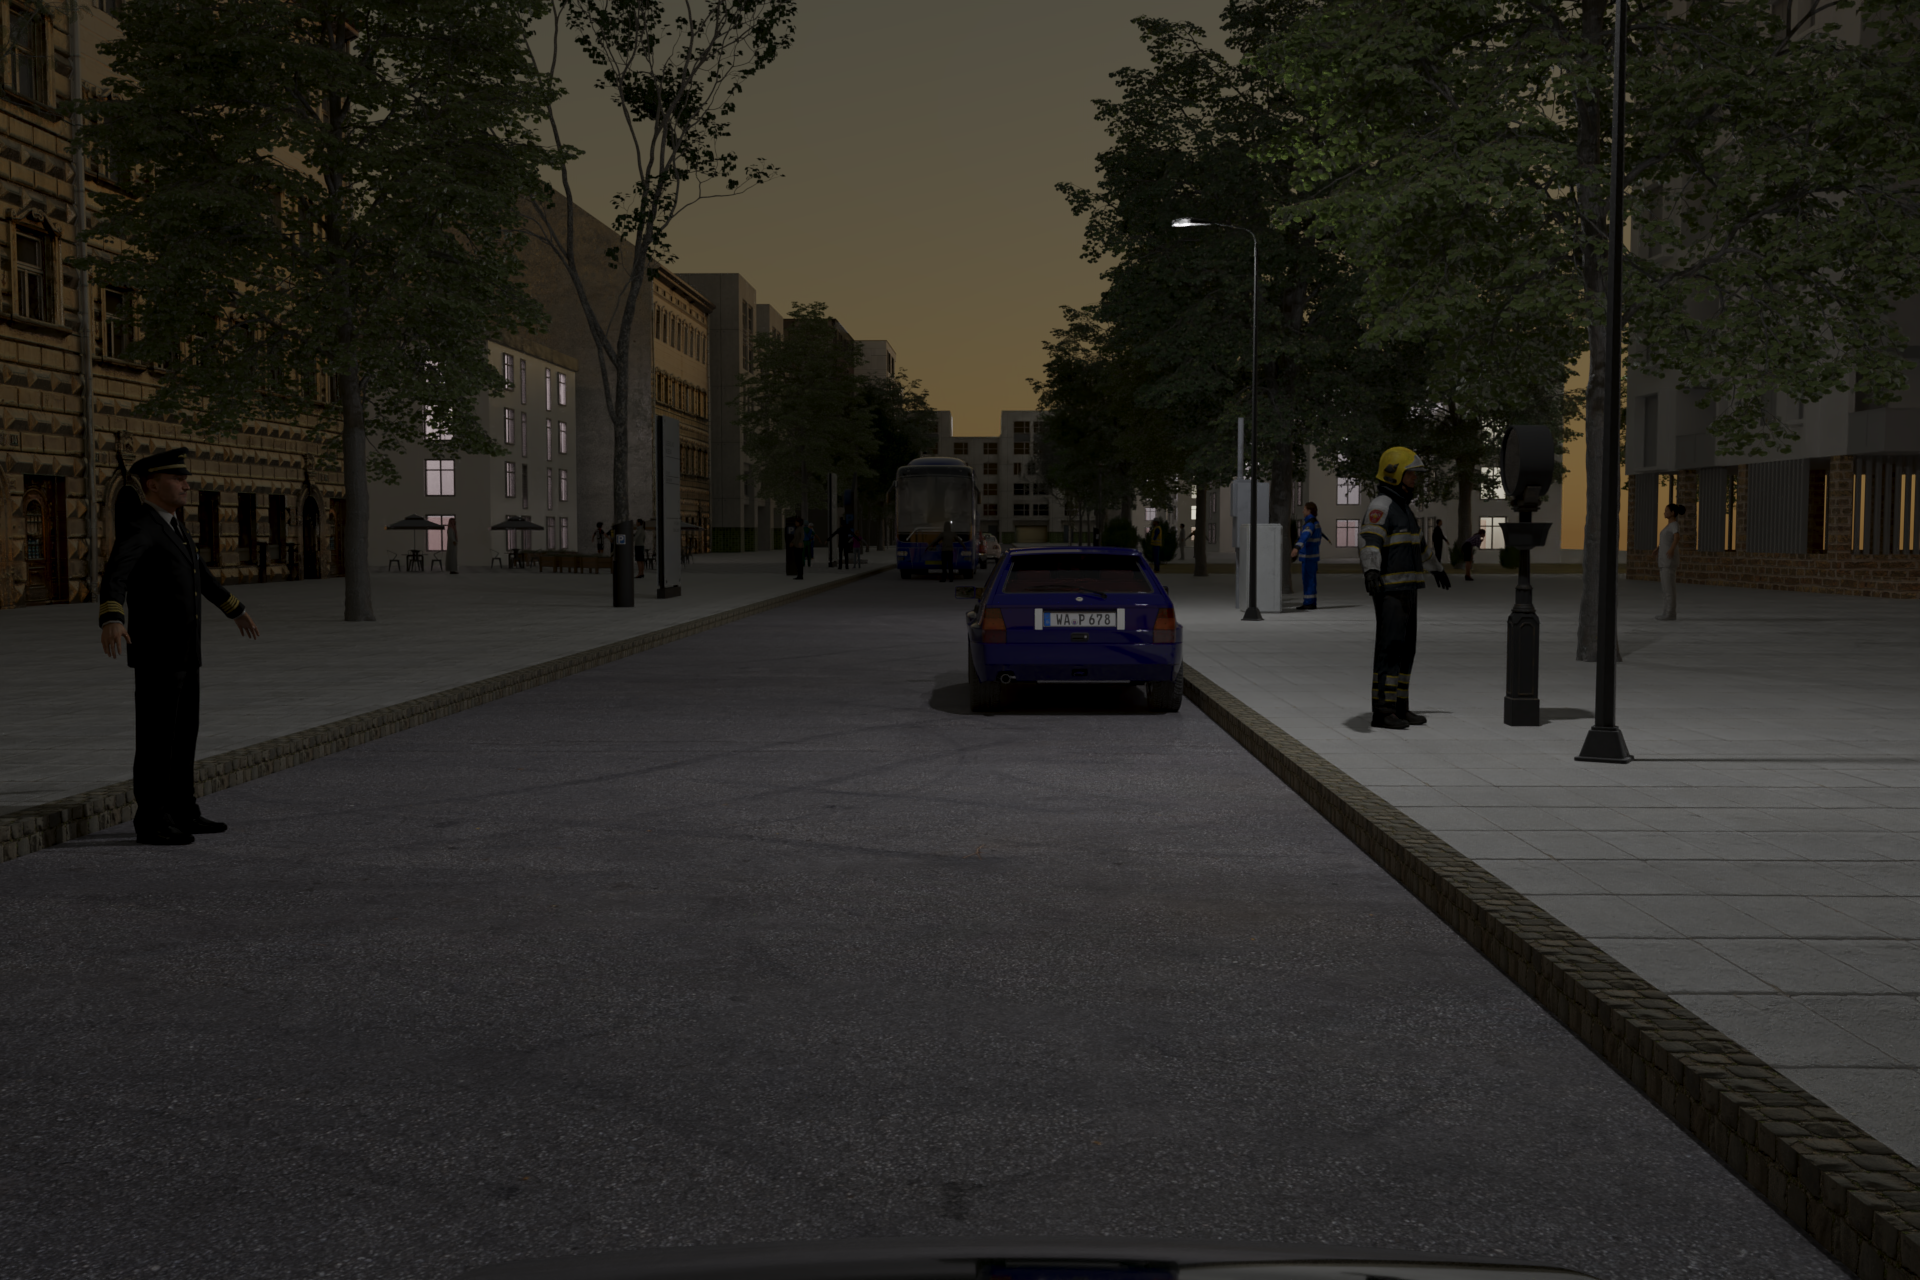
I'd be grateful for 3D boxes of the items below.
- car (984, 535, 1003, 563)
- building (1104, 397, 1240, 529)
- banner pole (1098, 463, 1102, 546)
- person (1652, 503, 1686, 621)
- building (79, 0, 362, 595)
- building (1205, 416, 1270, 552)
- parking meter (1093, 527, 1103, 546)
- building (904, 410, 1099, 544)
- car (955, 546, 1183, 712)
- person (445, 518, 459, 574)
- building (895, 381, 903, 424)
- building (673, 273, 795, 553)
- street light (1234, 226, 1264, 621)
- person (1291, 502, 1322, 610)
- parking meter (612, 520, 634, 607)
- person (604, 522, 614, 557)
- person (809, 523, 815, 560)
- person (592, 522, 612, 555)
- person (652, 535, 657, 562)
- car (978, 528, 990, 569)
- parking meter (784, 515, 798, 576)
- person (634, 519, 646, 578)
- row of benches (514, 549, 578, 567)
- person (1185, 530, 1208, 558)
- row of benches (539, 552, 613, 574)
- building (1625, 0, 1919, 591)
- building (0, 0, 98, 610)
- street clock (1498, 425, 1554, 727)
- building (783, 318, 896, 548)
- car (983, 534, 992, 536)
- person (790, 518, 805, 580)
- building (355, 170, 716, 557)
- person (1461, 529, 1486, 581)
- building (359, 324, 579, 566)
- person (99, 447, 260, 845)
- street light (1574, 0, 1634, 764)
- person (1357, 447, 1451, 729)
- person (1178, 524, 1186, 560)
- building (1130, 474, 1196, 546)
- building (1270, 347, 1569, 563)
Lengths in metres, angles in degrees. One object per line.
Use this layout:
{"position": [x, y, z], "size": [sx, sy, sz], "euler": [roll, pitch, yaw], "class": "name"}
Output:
{"position": [1.110, -4.526, 86.366], "size": [2.083, 1.381, 4.827], "euler": [0, 4, 1], "class": "car"}
{"position": [27.625, -23.981, 223.024], "size": [19.493, 23.208, 18.063], "euler": [0, 4, 1], "class": "building"}
{"position": [4.932, -4.332, 60.842], "size": [0.401, 3.779, 0.863], "euler": [0, 4, 1], "class": "banner pole"}
{"position": [10.490, -1.165, 25.813], "size": [0.721, 1.739, 1.217], "euler": [1, 4, 12], "class": "person"}
{"position": [-27.380, -12.947, 42.609], "size": [19.493, 23.208, 18.063], "euler": [0, 4, 0], "class": "building"}
{"position": [22.775, -11.010, 122.168], "size": [9.099, 9.664, 28.070], "euler": [0, 4, 1], "class": "building"}
{"position": [5.015, -3.336, 62.958], "size": [0.372, 1.533, 0.369], "euler": [0, 3, 0], "class": "parking meter"}
{"position": [6.040, -23.554, 254.024], "size": [31.486, 18.905, 16.747], "euler": [0, 4, 1], "class": "building"}
{"position": [0.927, -0.166, 15.295], "size": [1.945, 1.354, 3.894], "euler": [0, 3, 0], "class": "car"}
{"position": [-16.271, -3.026, 55.624], "size": [0.704, 1.811, 1.347], "euler": [-1, 4, -15], "class": "person"}
{"position": [-22.478, -23.548, 228.990], "size": [27.936, 21.610, 32.646], "euler": [0, 4, 2], "class": "building"}
{"position": [-22.970, -16.331, 133.472], "size": [16.747, 18.905, 31.486], "euler": [0, 4, 1], "class": "building"}
{"position": [4.887, -3.241, 25.525], "size": [1.470, 5.913, 1.316], "euler": [0, 4, 1], "class": "street light"}
{"position": [5.909, -1.433, 29.409], "size": [0.704, 1.831, 1.345], "euler": [2, 4, 26], "class": "person"}
{"position": [-5.914, -1.345, 30.408], "size": [0.372, 1.533, 0.369], "euler": [0, 3, 0], "class": "parking meter"}
{"position": [-16.878, -4.819, 84.568], "size": [1.354, 1.856, 0.705], "euler": [1, 4, 9], "class": "person"}
{"position": [-7.539, -4.984, 87.338], "size": [0.705, 1.847, 1.347], "euler": [1, 4, 14], "class": "person"}
{"position": [-15.942, -4.327, 76.884], "size": [1.345, 1.843, 0.704], "euler": [3, 5, 39], "class": "person"}
{"position": [-13.957, -4.521, 80.050], "size": [0.704, 1.812, 1.346], "euler": [0, 4, 4], "class": "person"}
{"position": [0.127, -3.917, 72.719], "size": [2.281, 1.827, 5.304], "euler": [0, 4, 1], "class": "car"}
{"position": [-5.206, -2.919, 53.445], "size": [0.399, 1.863, 0.255], "euler": [0, 4, 2], "class": "parking meter"}
{"position": [-9.352, -2.651, 50.169], "size": [0.721, 1.735, 1.217], "euler": [0, 4, 8], "class": "person"}
{"position": [-16.790, -3.347, 70.184], "size": [1.422, 0.672, 4.104], "euler": [1, 4, 18], "class": "row of benches"}
{"position": [12.858, -5.391, 93.911], "size": [1.354, 1.858, 0.705], "euler": [-1, 4, -14], "class": "person"}
{"position": [-12.716, -2.548, 57.115], "size": [1.422, 0.672, 4.104], "euler": [-3, 5, -40], "class": "row of benches"}
{"position": [23.675, -11.609, 46.226], "size": [16.016, 20.090, 11.380], "euler": [0, 4, 1], "class": "building"}
{"position": [-25.544, -11.740, 22.881], "size": [19.493, 23.208, 18.063], "euler": [0, 4, 1], "class": "building"}
{"position": [3.770, -0.428, 11.571], "size": [0.358, 2.002, 0.471], "euler": [0, 4, 2], "class": "street clock"}
{"position": [-21.719, -20.602, 180.815], "size": [27.936, 21.610, 32.646], "euler": [0, 4, 2], "class": "building"}
{"position": [2.086, -8.598, 149.380], "size": [1.959, 1.807, 4.718], "euler": [0, 4, 1], "class": "car"}
{"position": [-4.600, -2.568, 48.751], "size": [0.721, 1.744, 1.215], "euler": [-1, 4, -18], "class": "person"}
{"position": [-26.195, -16.850, 106.427], "size": [19.493, 23.208, 18.063], "euler": [0, 4, 2], "class": "building"}
{"position": [14.043, -2.332, 47.404], "size": [0.697, 1.427, 0.421], "euler": [0, 4, -7], "class": "person"}
{"position": [-22.868, -8.646, 83.514], "size": [9.099, 9.664, 28.070], "euler": [0, 4, 2], "class": "building"}
{"position": [-3.694, 0.017, 8.120], "size": [0.705, 1.837, 1.347], "euler": [0, 4, 3], "class": "person"}
{"position": [4.199, -2.269, 9.636], "size": [1.470, 5.913, 1.316], "euler": [0, 4, 1], "class": "street light"}
{"position": [2.921, -0.351, 11.506], "size": [0.704, 1.858, 1.351], "euler": [2, 4, 35], "class": "person"}
{"position": [11.033, -4.895, 86.218], "size": [0.705, 1.806, 1.347], "euler": [0, 4, -3], "class": "person"}
{"position": [23.989, -15.567, 196.673], "size": [9.099, 9.664, 28.070], "euler": [0, 4, 1], "class": "building"}
{"position": [22.751, -9.090, 90.765], "size": [9.099, 9.664, 28.070], "euler": [0, 4, 2], "class": "building"}
